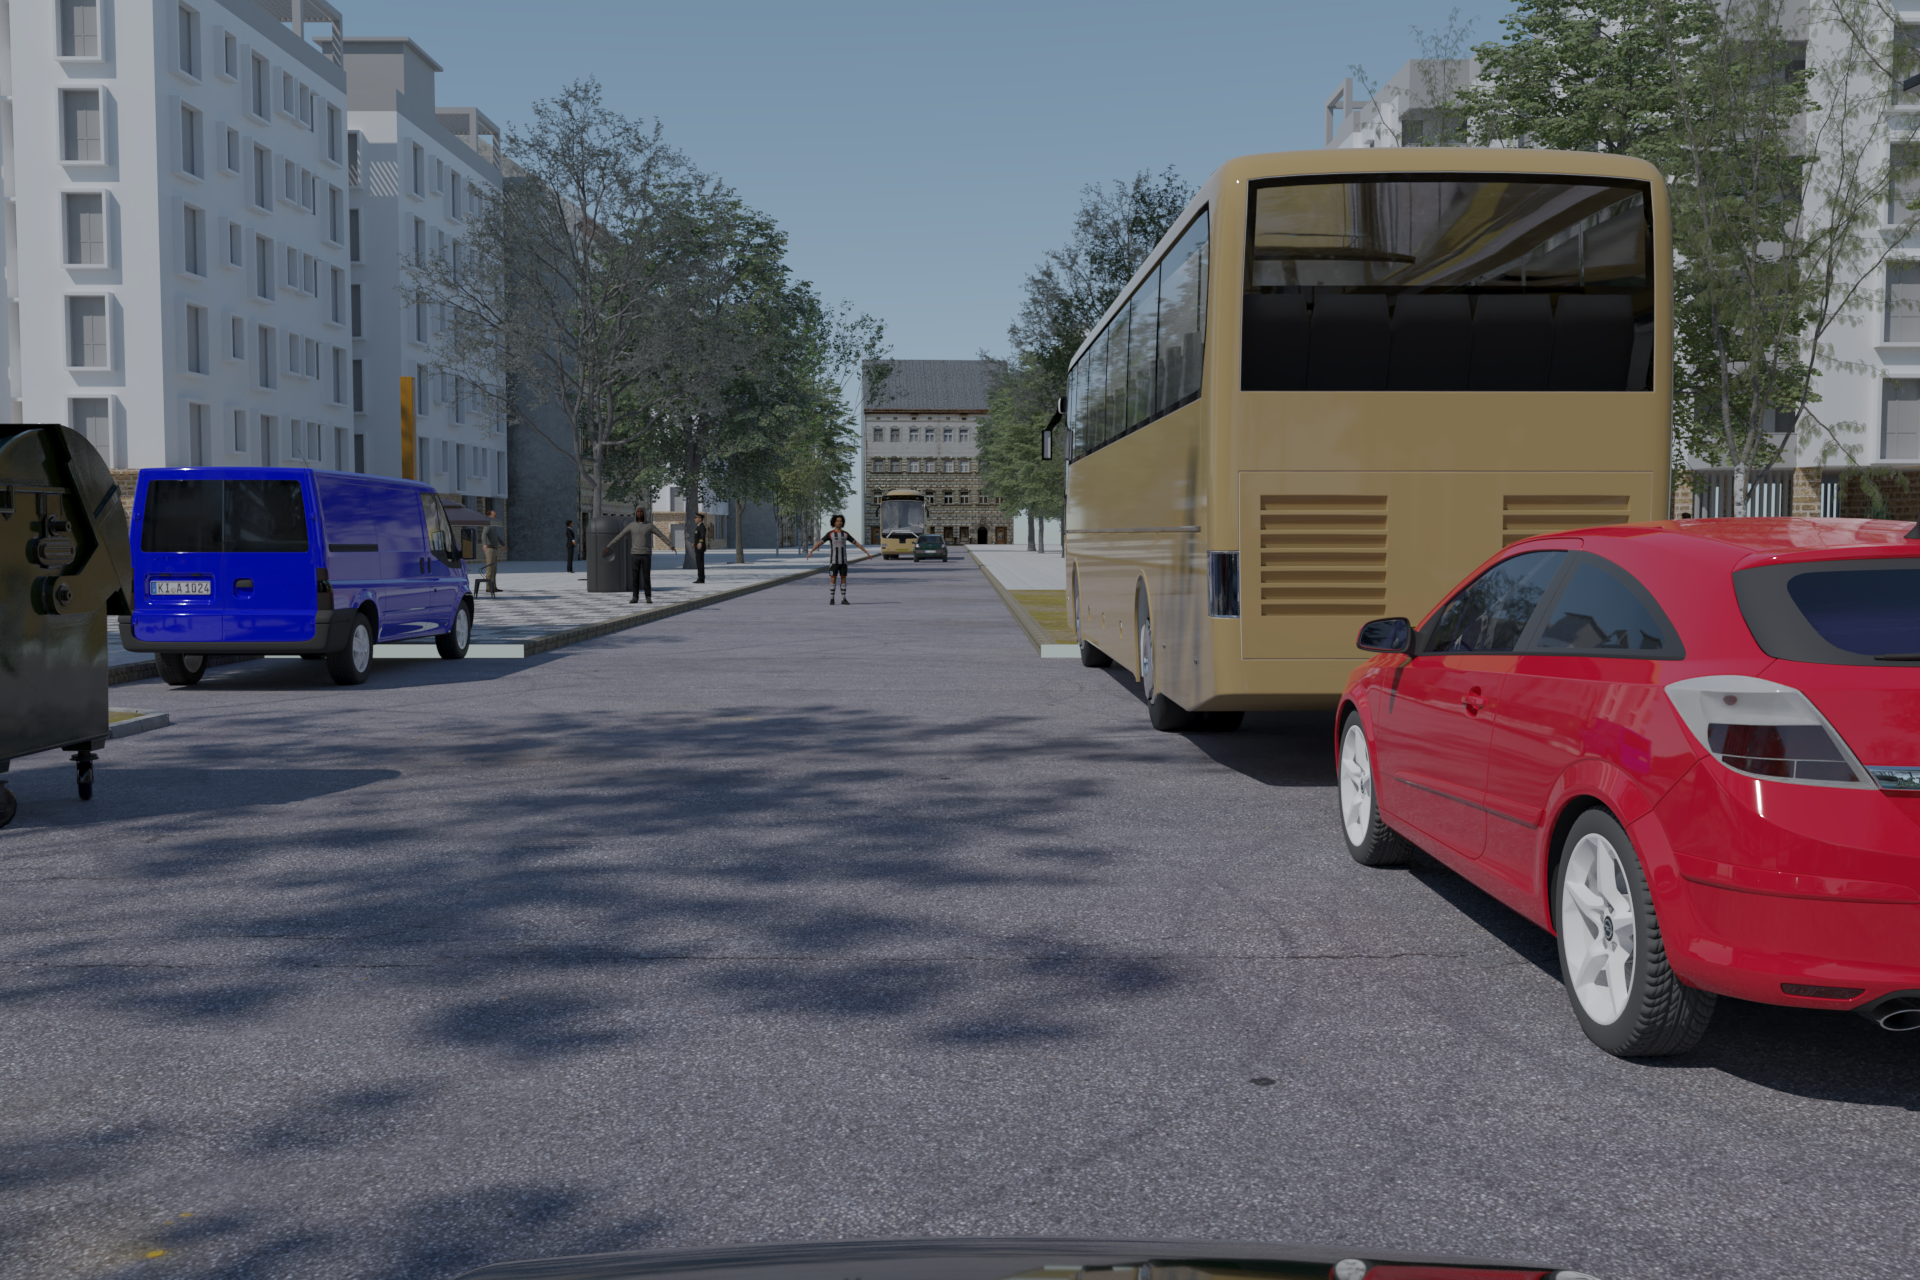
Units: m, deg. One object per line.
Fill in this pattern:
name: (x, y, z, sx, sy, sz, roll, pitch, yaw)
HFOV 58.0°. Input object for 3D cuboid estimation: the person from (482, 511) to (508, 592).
person: (-10.308, -1.954, 38.219, 0.705, 1.796, 1.348, 0, 4, 5)

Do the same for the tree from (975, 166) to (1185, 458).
tree: (5.633, -9.077, 58.776, 12.009, 13.543, 11.850, 0, 3, 0)

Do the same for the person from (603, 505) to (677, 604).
person: (-5.879, -1.577, 31.917, 1.348, 1.813, 0.705, 0, 4, -2)

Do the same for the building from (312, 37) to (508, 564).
building: (-26.024, -12.902, 67.373, 16.016, 20.090, 11.380, 0, 4, 0)

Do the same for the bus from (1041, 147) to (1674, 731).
bus: (2.540, -1.462, 15.450, 2.896, 3.916, 12.252, 0, 4, -1)

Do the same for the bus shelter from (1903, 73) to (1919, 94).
bus shelter: (5.769, -0.902, 6.034, 1.731, 3.624, 6.357, 0, 4, 0)

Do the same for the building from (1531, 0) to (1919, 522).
building: (23.710, -12.142, 54.949, 16.016, 20.090, 11.380, 0, 4, 0)

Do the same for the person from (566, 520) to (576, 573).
person: (-12.743, -3.074, 56.976, 0.721, 1.740, 1.216, -1, 4, -18)

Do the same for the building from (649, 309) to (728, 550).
building: (-25.505, -17.392, 140.785, 16.016, 20.090, 11.380, 0, 4, -1)

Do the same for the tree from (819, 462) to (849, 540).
tree: (-17.319, -17.297, 217.212, 7.601, 10.594, 8.767, 0, 4, -8)

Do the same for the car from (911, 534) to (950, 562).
car: (-1.497, -4.830, 88.761, 2.009, 1.686, 4.222, 0, 3, 0)

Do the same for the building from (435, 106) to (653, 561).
building: (-27.216, -15.892, 90.761, 19.493, 23.208, 18.063, 0, 4, 1)

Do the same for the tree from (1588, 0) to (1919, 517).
tree: (8.653, -4.208, 19.168, 4.360, 8.622, 3.978, 0, 3, 0)

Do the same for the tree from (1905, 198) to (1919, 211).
tree: (16.421, -6.363, 22.162, 7.486, 12.596, 7.792, 0, 3, 0)

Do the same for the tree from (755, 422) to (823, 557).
tree: (-10.075, -8.965, 96.935, 4.737, 8.622, 4.395, 0, 3, 0)

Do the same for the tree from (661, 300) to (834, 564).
tree: (-9.460, -9.122, 74.900, 9.928, 11.665, 9.643, 0, 3, 0)

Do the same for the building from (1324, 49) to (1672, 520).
building: (20.630, -13.270, 73.390, 16.016, 20.090, 11.380, 0, 3, 0)

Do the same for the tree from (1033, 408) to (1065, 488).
tree: (5.207, -8.269, 85.555, 4.360, 8.622, 3.978, 0, 3, 0)

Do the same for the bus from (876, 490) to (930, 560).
bus: (-3.095, -6.614, 99.693, 2.896, 3.916, 12.252, 0, 4, 0)

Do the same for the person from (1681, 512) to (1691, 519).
person: (17.531, -2.186, 41.922, 1.347, 1.806, 0.705, -1, 4, -19)

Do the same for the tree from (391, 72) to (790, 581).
tree: (-10.026, -8.369, 47.202, 12.009, 13.543, 11.850, 0, 3, 0)

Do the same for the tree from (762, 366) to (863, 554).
tree: (-10.066, -11.972, 113.871, 7.486, 12.596, 7.792, 0, 3, 0)

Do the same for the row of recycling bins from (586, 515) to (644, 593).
row of recycling bins: (-7.730, -1.979, 39.473, 1.069, 1.692, 3.534, 0, 4, 1)

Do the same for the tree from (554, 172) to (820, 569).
tree: (-9.673, -9.547, 62.752, 9.857, 13.997, 8.962, 0, 3, 0)

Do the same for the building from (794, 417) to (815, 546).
building: (-25.966, -21.976, 190.229, 19.493, 23.208, 18.063, 0, 4, 0)

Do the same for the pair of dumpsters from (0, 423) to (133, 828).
pair of dumpsters: (-6.720, -0.232, 8.750, 4.436, 2.255, 1.574, 0, 4, 0)

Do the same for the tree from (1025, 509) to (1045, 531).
tree: (10.179, -16.037, 212.563, 4.360, 8.622, 3.978, 0, 3, 0)

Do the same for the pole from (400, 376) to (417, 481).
pole: (-7.159, -1.755, 22.545, 0.158, 3.312, 0.155, 0, 3, 0)

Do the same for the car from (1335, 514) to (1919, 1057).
car: (2.619, 0.171, 6.244, 2.155, 1.783, 4.494, 0, 4, -1)

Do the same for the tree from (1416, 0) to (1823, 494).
tree: (11.960, -6.983, 32.301, 7.486, 12.596, 7.792, 0, 3, 0)

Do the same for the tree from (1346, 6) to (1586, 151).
tree: (7.315, -4.571, 25.100, 4.360, 8.622, 3.978, 0, 3, 0)

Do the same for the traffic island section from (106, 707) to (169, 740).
traffic island section: (-6.916, 0.635, 12.491, 1.991, 0.108, 1.994, 0, 4, -1)

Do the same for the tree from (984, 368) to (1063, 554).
tree: (5.059, -11.928, 113.153, 7.486, 12.596, 7.792, 0, 3, 0)

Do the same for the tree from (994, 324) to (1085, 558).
tree: (5.691, -10.677, 92.693, 7.486, 12.596, 7.792, 0, 3, 0)

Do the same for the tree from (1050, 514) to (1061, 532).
tree: (12.577, -16.370, 218.013, 4.737, 8.622, 4.395, 0, 3, 0)

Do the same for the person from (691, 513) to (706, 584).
person: (-6.768, -2.383, 44.905, 0.705, 1.837, 1.347, -1, 4, -16)

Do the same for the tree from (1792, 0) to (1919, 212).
tree: (8.557, -3.756, 11.781, 4.360, 8.622, 3.978, 0, 3, 0)

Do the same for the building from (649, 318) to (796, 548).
building: (-25.729, -20.413, 164.682, 19.493, 23.208, 18.063, 0, 4, -1)

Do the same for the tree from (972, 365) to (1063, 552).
tree: (5.282, -13.455, 126.636, 9.857, 13.997, 8.962, 0, 3, 0)

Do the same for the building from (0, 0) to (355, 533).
building: (-26.990, -11.828, 49.804, 16.016, 20.090, 11.380, 0, 4, 0)

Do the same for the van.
van: (-6.623, -0.840, 18.111, 2.240, 2.365, 5.245, 0, 3, 0)

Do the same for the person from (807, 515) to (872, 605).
person: (-2.457, -1.619, 35.069, 1.345, 1.843, 0.704, -1, 4, -17)

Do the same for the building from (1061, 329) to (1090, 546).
building: (24.724, -21.035, 187.902, 27.936, 21.610, 32.646, 0, 4, -1)

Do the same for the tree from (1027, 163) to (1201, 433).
tree: (5.322, -6.744, 44.681, 8.767, 10.594, 7.601, 2, 4, 33)

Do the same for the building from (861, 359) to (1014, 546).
building: (-3.188, -23.457, 216.912, 18.063, 23.208, 19.493, 0, 4, -4)

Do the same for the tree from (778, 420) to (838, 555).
tree: (-9.904, -9.526, 106.111, 4.360, 8.622, 3.978, 0, 3, 0)

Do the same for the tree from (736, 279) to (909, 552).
tree: (-10.124, -16.608, 127.433, 12.611, 20.169, 13.585, 0, 3, 0)
